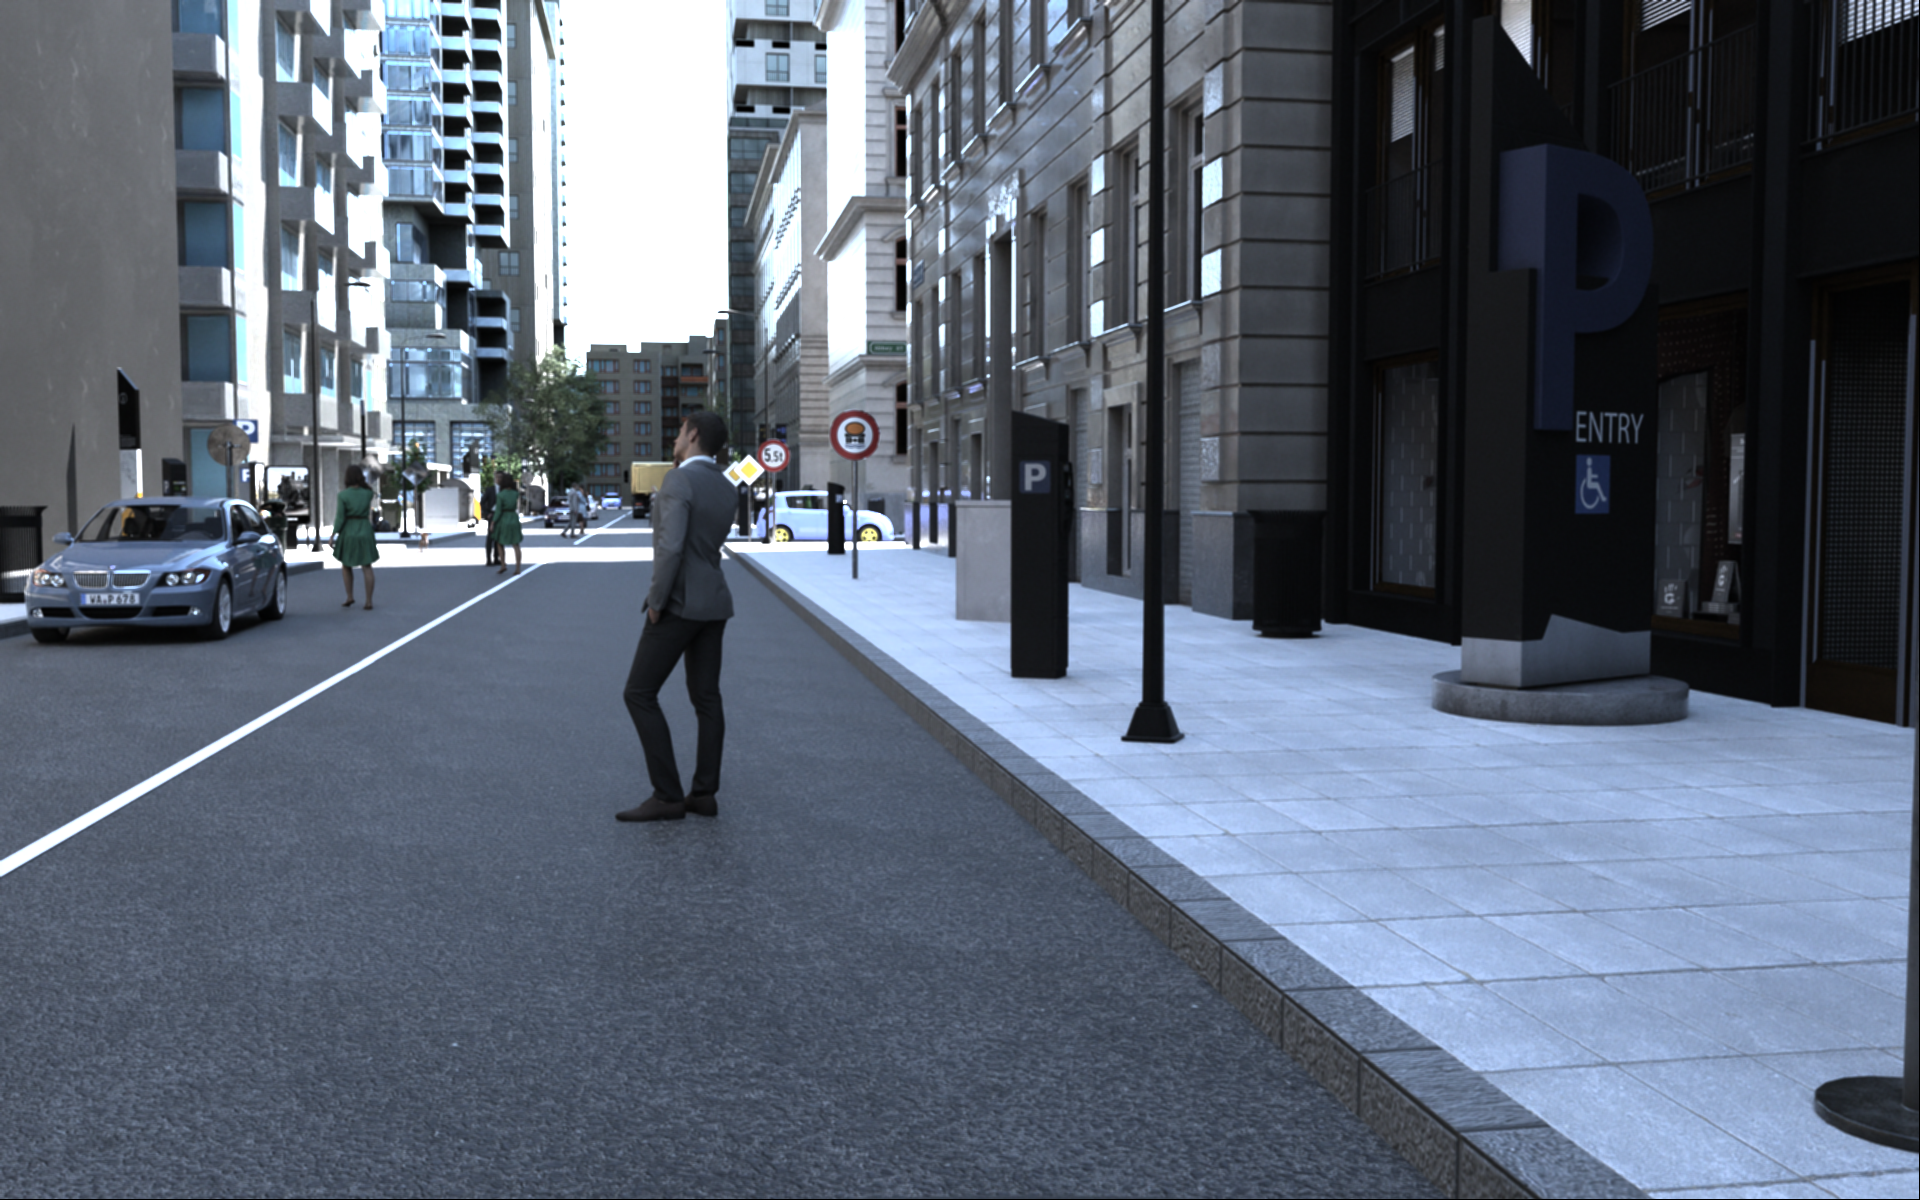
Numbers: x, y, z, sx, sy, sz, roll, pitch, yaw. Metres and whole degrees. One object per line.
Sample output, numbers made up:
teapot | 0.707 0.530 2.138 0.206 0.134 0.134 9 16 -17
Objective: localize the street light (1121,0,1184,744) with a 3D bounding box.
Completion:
street light | 0.476 -2.218 8.808 1.470 5.913 1.316 -1 4 -10

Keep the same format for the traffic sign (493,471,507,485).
traffic sign | -20.659 -4.634 77.893 0.606 2.300 0.079 0 4 -5

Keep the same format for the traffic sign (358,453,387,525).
traffic sign | -14.402 -2.365 42.318 0.795 2.450 0.064 -1 4 -10

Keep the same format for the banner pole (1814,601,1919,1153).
banner pole | 2.150 -0.829 3.564 0.863 3.779 0.401 -3 4 -37

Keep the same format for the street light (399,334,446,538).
street light | -15.601 -4.755 50.289 1.470 5.913 1.316 -1 4 -10

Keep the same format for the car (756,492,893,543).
car | -3.657 -2.284 46.932 3.694 1.707 1.945 -1 4 -11

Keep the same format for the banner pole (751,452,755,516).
banner pole | -12.257 -6.886 102.601 0.401 3.779 0.863 -2 4 -26

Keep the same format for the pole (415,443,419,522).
pole | -21.657 -4.598 69.026 0.158 3.312 0.155 0 3 0

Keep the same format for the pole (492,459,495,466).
pole | -27.060 -6.528 100.580 0.158 3.312 0.155 0 3 0

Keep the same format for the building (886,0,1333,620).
building | 6.280 -14.212 29.631 12.463 27.353 25.104 -1 4 -10

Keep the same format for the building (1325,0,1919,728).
building | 11.040 -11.019 9.837 12.332 23.373 15.834 -1 4 -10

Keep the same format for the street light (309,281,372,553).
street light | -13.538 -3.996 37.870 1.470 5.913 1.316 -1 4 -10

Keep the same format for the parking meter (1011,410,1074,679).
parking meter | 0.573 -0.391 12.108 0.399 1.863 0.255 1 4 20

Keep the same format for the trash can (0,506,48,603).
trash can | -11.222 -0.544 20.544 0.748 1.137 0.748 0 3 0

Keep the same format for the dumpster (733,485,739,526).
dumpster | -9.197 -3.834 68.440 1.264 1.857 1.865 -1 4 -10

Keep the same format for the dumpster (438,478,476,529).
dumpster | -18.446 -3.527 63.432 1.264 1.857 1.865 -1 4 -10

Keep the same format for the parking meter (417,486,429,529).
parking meter | -19.851 -3.568 64.051 0.255 1.863 0.399 3 5 42

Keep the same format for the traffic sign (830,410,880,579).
traffic sign | -1.593 -1.598 26.228 0.768 2.556 0.104 -1 4 -9

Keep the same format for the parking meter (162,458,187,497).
parking meter | -12.776 -1.376 28.209 0.399 1.863 0.255 3 5 43

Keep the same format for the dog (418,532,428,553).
dog | -13.193 -1.427 42.626 0.540 0.507 0.406 2 4 27

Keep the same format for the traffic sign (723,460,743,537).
traffic sign | -6.688 -2.940 51.718 0.795 2.450 0.064 -1 4 -10

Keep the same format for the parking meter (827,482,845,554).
parking meter | -2.639 -1.744 36.931 0.372 1.533 0.369 0 3 0

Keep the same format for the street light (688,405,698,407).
street light | -13.492 -7.211 90.447 1.470 5.913 1.316 -1 4 -10

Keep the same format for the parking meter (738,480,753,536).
parking meter | -6.531 -2.878 52.769 0.399 1.863 0.255 0 4 7

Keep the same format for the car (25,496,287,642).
car | -8.369 -0.390 18.384 2.014 1.417 4.499 -1 4 -10

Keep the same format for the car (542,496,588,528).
car | -16.941 -3.786 74.488 1.945 1.354 3.894 -1 4 -11

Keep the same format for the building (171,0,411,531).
building | -34.107 -27.165 63.762 23.786 49.044 30.456 -1 4 -10

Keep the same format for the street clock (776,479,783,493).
street clock | -8.927 -4.947 85.450 0.358 2.002 0.471 1 4 18

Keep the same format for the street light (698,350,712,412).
street light | -7.597 -5.102 55.952 1.470 5.913 1.316 -1 4 -10

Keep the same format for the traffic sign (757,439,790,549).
traffic sign | -4.310 -2.449 40.140 0.768 2.556 0.104 0 4 -2

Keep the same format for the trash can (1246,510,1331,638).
trash can | 2.947 -0.240 15.583 0.748 1.137 0.748 0 3 0

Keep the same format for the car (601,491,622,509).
car | -33.038 -9.470 164.428 1.945 1.707 3.694 -1 4 -9

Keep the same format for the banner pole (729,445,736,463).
banner pole | -10.500 -5.397 78.265 0.863 3.779 0.401 1 4 22

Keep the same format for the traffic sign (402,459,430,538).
traffic sign | -15.753 -2.847 50.188 0.795 2.450 0.064 -1 4 -10

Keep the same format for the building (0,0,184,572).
building | -24.277 -12.320 31.116 15.834 23.373 12.332 -1 4 -10

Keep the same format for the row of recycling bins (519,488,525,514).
row of recycling bins | -28.924 -6.350 110.938 1.069 1.692 3.534 1 4 22

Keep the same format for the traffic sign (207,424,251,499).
traffic sign | -13.272 -1.918 31.460 0.768 2.556 0.104 0 4 -3

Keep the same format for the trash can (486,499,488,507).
trash can | -29.411 -5.862 107.491 0.748 1.137 0.748 0 3 0

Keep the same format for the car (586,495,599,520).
car | -21.425 -5.225 97.791 2.083 1.381 4.827 -1 4 -10

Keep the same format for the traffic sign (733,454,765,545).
traffic sign | -5.336 -2.459 43.848 0.795 2.450 0.064 -1 4 -10

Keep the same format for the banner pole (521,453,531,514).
banner pole | -26.322 -7.048 105.251 0.401 3.779 0.863 3 4 36

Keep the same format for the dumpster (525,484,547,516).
dumpster | -25.330 -5.964 103.272 1.264 1.857 1.865 -1 4 -10

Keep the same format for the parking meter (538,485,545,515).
parking meter | -25.547 -6.119 105.755 0.399 1.863 0.255 2 4 30

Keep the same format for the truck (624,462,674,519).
truck | -18.493 -6.641 104.502 3.469 3.379 9.791 -1 4 -11

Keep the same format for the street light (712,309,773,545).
street light | -5.428 -4.357 43.783 1.470 5.913 1.316 -1 4 -10

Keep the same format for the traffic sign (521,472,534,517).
traffic sign | -24.689 -6.041 98.876 0.768 2.556 0.104 0 4 -4

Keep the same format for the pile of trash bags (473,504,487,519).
pile of trash bags | -25.495 -4.731 87.101 1.912 1.369 3.447 3 5 44

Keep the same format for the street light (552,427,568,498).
street light | -27.619 -9.001 119.699 1.470 5.913 1.316 -1 4 -10

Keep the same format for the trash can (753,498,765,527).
trash can | -7.625 -3.364 66.647 0.748 1.137 0.748 0 3 0

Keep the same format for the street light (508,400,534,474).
street light | -21.645 -6.895 85.278 1.470 5.913 1.316 -1 4 -10
